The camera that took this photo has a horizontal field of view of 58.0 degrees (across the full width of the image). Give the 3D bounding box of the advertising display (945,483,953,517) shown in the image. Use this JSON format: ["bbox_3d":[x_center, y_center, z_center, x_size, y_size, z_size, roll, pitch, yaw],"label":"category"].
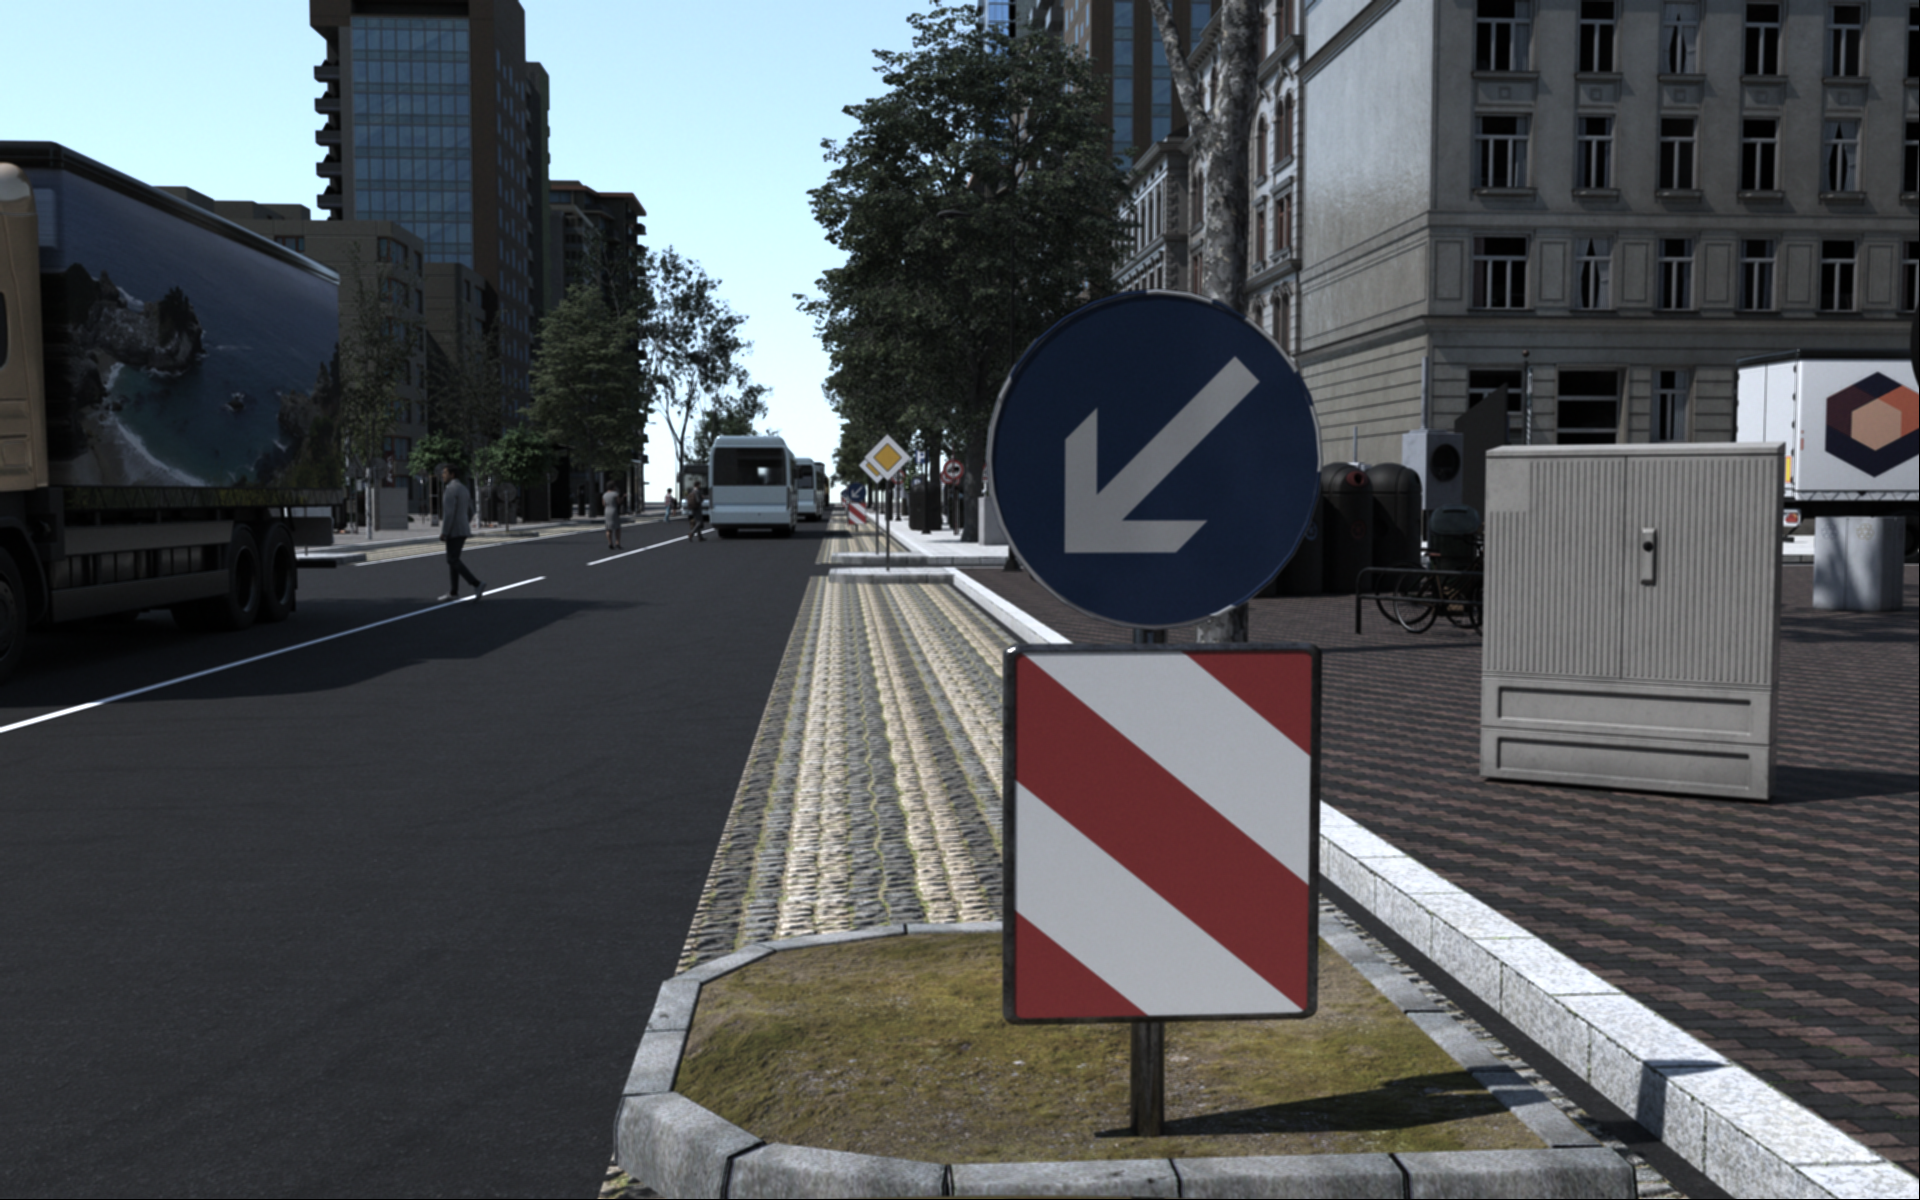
[{"bbox_3d":[-0.596,-5.546,95.889,0.123,1.923,0.974,1,4,23],"label":"advertising display"}]

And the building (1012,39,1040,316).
[{"bbox_3d":[12.625,-31.656,167.694,14.600,45.320,14.200,0,4,-4],"label":"building"}]

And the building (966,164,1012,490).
[{"bbox_3d":[12.196,-34.971,226.395,22.147,44.769,28.867,0,4,-4],"label":"building"}]

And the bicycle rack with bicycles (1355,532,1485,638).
[{"bbox_3d":[4.898,-0.153,15.879,2.852,0.926,2.925,-2,4,-35],"label":"bicycle rack with bicycles"}]

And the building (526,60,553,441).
[{"bbox_3d":[-45.616,-29.061,158.743,14.154,41.232,14.086,0,4,-4],"label":"building"}]

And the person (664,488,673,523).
[{"bbox_3d":[-14.418,-4.659,85.514,0.643,1.720,0.563,-3,4,-36],"label":"person"}]

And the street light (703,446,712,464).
[{"bbox_3d":[-24.182,-11.887,166.889,1.470,5.913,1.316,0,4,-4],"label":"street light"}]

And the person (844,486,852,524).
[{"bbox_3d":[-5.265,-4.526,82.603,0.391,1.810,0.635,-2,4,-24],"label":"person"}]

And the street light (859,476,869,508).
[{"bbox_3d":[-5.517,-8.457,110.808,1.470,5.913,1.316,0,4,-4],"label":"street light"}]

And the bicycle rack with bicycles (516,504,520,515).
[{"bbox_3d":[-22.152,-4.712,90.423,2.925,0.926,2.852,-1,4,-9],"label":"bicycle rack with bicycles"}]

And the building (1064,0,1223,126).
[{"bbox_3d":[15.097,-28.932,123.148,14.600,45.320,14.200,0,4,-4],"label":"building"}]

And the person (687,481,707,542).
[{"bbox_3d":[-7.982,-2.683,52.333,0.822,1.834,0.622,-3,5,-44],"label":"person"}]

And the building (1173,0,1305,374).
[{"bbox_3d":[19.013,-17.999,81.681,14.401,28.519,23.554,0,4,-4],"label":"building"}]

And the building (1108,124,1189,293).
[{"bbox_3d":[15.300,-16.787,103.339,11.050,23.489,19.941,0,4,-4],"label":"building"}]

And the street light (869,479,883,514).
[{"bbox_3d":[-3.489,-6.738,82.709,1.470,5.913,1.316,0,4,-4],"label":"street light"}]

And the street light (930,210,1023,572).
[{"bbox_3d":[0.325,-3.427,28.576,1.470,5.913,1.316,0,4,-4],"label":"street light"}]

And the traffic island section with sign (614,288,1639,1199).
[{"bbox_3d":[0.225,0.274,4.145,1.989,1.847,2.006,0,4,-4],"label":"traffic island section with sign"}]

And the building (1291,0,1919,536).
[{"bbox_3d":[27.850,-13.888,60.360,30.059,22.955,16.112,0,4,-4],"label":"building"}]

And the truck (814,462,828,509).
[{"bbox_3d":[-13.637,-10.331,157.823,2.839,4.237,11.283,0,4,-2],"label":"truck"}]

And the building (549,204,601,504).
[{"bbox_3d":[-58.842,-32.141,217.391,32.217,40.220,23.993,0,4,-4],"label":"building"}]

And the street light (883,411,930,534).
[{"bbox_3d":[-1.626,-5.076,55.532,1.470,5.913,1.316,0,4,-4],"label":"street light"}]

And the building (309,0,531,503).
[{"bbox_3d":[-44.282,-30.242,144.560,14.600,45.320,14.200,0,4,-4],"label":"building"}]

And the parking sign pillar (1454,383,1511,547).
[{"bbox_3d":[12.809,-3.304,42.490,1.447,3.967,1.447,3,5,40],"label":"parking sign pillar"}]

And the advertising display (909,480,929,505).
[{"bbox_3d":[-1.923,-4.652,81.274,0.974,1.923,0.123,-2,4,-28],"label":"advertising display"}]

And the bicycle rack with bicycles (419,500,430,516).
[{"bbox_3d":[-29.583,-5.249,99.207,2.852,0.926,2.925,-2,4,-28],"label":"bicycle rack with bicycles"}]

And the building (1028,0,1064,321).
[{"bbox_3d":[17.611,-32.168,145.550,23.786,49.044,30.456,0,4,-4],"label":"building"}]

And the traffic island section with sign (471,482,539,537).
[{"bbox_3d":[-15.149,-3.008,57.802,1.989,1.847,2.006,0,4,-4],"label":"traffic island section with sign"}]

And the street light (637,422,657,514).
[{"bbox_3d":[-20.300,-8.537,112.122,1.470,5.913,1.316,0,4,-4],"label":"street light"}]

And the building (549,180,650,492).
[{"bbox_3d":[-55.922,-36.047,243.986,22.147,44.769,28.867,0,4,-4],"label":"building"}]

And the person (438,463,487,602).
[{"bbox_3d":[-6.659,-0.905,23.147,0.795,1.843,0.661,1,4,11],"label":"person"}]

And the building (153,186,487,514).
[{"bbox_3d":[-50.667,-17.015,123.231,27.650,21.520,28.899,0,4,-4],"label":"building"}]

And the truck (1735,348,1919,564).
[{"bbox_3d":[21.549,-2.798,34.660,11.283,4.237,2.839,0,4,-3],"label":"truck"}]

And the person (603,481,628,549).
[{"bbox_3d":[-8.906,-2.211,45.004,0.716,1.782,0.532,2,4,26],"label":"person"}]

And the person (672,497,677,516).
[{"bbox_3d":[-18.698,-6.157,112.348,0.628,1.438,0.799,1,4,8],"label":"person"}]

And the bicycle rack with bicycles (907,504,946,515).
[{"bbox_3d":[-2.031,-5.659,105.911,2.925,0.926,2.852,-1,4,-10],"label":"bicycle rack with bicycles"}]

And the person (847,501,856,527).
[{"bbox_3d":[-4.608,-3.754,74.127,0.590,1.304,0.306,3,5,44],"label":"person"}]

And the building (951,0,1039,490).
[{"bbox_3d":[10.290,-57.631,254.939,22.319,86.520,31.000,0,4,-4],"label":"building"}]

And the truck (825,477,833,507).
[{"bbox_3d":[-16.359,-12.456,199.579,3.469,3.379,9.791,0,4,-4],"label":"truck"}]

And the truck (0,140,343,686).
[{"bbox_3d":[-8.512,-1.656,15.995,2.839,4.237,11.283,0,4,-4],"label":"truck"}]

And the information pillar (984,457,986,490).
[{"bbox_3d":[1.251,-5.576,82.522,0.183,3.616,0.504,-1,4,-14],"label":"information pillar"}]

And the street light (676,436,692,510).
[{"bbox_3d":[-22.328,-10.224,139.711,1.470,5.913,1.316,0,4,-4],"label":"street light"}]
